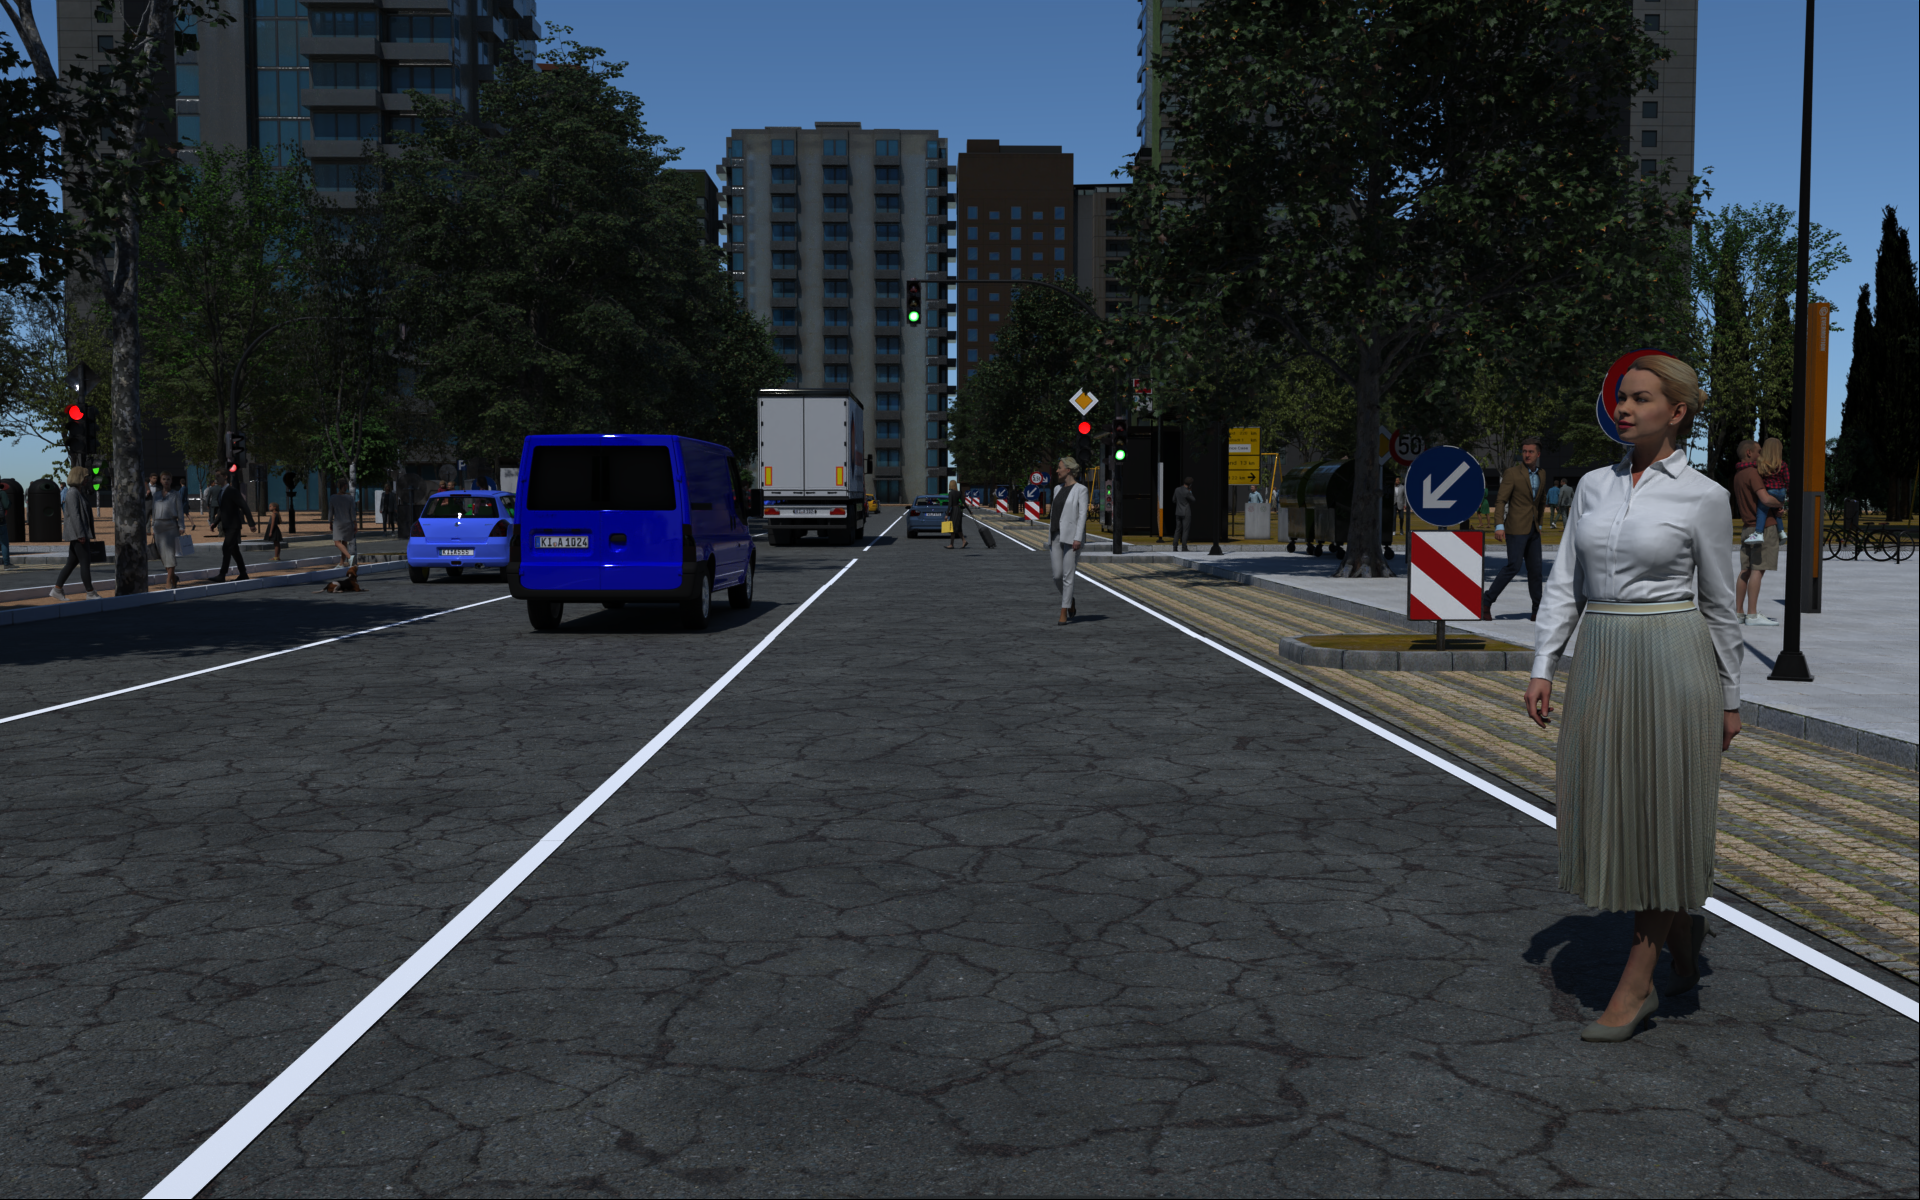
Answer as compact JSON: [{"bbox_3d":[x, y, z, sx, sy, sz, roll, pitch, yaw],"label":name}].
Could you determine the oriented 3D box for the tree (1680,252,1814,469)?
[{"bbox_3d":[23.795,-6.215,51.983,4.737,8.622,4.395,0,3,0],"label":"tree"}]

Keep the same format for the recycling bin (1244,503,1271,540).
[{"bbox_3d":[8.454,-2.241,49.187,0.722,1.027,0.722,1,4,10],"label":"recycling bin"}]

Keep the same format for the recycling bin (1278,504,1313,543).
[{"bbox_3d":[8.909,-2.043,45.963,0.722,1.027,0.722,-1,4,-15],"label":"recycling bin"}]

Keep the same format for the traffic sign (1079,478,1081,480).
[{"bbox_3d":[6.552,-6.090,99.671,0.768,2.556,0.104,0,4,7],"label":"traffic sign"}]

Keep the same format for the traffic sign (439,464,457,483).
[{"bbox_3d":[-21.650,-4.473,73.234,0.768,2.556,0.104,0,4,1],"label":"traffic sign"}]

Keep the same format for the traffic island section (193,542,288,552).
[{"bbox_3d":[-18.619,-1.363,44.560,2.009,0.180,2.903,0,4,-1],"label":"traffic island section"}]

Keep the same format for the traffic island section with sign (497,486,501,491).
[{"bbox_3d":[-18.783,-3.712,69.321,1.989,1.847,2.006,0,4,-1],"label":"traffic island section with sign"}]

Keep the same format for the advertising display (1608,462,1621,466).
[{"bbox_3d":[13.341,-1.789,34.461,0.974,1.923,0.123,-1,4,-12],"label":"advertising display"}]

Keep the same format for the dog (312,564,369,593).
[{"bbox_3d":[-9.054,-0.312,25.298,0.748,0.427,0.550,0,4,-8],"label":"dog"}]

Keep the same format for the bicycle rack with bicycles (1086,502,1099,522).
[{"bbox_3d":[6.056,-4.029,79.257,2.852,0.926,2.925,-1,4,-21],"label":"bicycle rack with bicycles"}]

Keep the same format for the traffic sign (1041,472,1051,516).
[{"bbox_3d":[4.820,-6.079,99.503,0.768,2.556,0.104,0,4,7],"label":"traffic sign"}]

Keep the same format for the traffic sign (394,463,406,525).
[{"bbox_3d":[-23.029,-4.326,70.839,0.768,2.556,0.104,0,4,7],"label":"traffic sign"}]

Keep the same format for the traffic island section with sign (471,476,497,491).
[{"bbox_3d":[-12.014,-2.215,44.346,2.006,1.907,1.989,0,4,-1],"label":"traffic island section with sign"}]

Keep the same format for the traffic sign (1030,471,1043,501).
[{"bbox_3d":[4.293,-5.937,97.177,0.768,2.556,0.104,0,4,3],"label":"traffic sign"}]

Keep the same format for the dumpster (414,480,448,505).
[{"bbox_3d":[-21.870,-4.043,71.869,1.264,1.857,1.865,0,4,-1],"label":"dumpster"}]

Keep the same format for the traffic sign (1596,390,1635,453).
[{"bbox_3d":[6.998,-1.100,18.096,0.768,2.556,0.104,0,4,2],"label":"traffic sign"}]

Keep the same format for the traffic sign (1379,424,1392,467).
[{"bbox_3d":[7.957,-2.012,32.637,0.795,2.593,0.064,0,4,5],"label":"traffic sign"}]

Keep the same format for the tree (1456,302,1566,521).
[{"bbox_3d":[22.055,-7.301,69.727,4.737,8.622,4.395,0,3,0],"label":"tree"}]

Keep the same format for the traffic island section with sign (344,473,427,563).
[{"bbox_3d":[-11.878,-1.762,36.940,2.006,1.907,1.989,0,4,-1],"label":"traffic island section with sign"}]

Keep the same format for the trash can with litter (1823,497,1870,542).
[{"bbox_3d":[23.752,-2.190,46.858,2.233,1.210,1.678,-2,4,-26],"label":"trash can with litter"}]

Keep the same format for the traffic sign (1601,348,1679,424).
[{"bbox_3d":[5.999,-0.924,15.207,0.768,2.556,0.104,0,4,6],"label":"traffic sign"}]

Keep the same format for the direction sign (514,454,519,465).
[{"bbox_3d":[-25.286,-6.530,98.765,0.379,3.537,0.876,-2,4,-31],"label":"direction sign"}]

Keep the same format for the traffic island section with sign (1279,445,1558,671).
[{"bbox_3d":[3.820,-0.381,14.855,1.989,1.847,2.006,0,4,-1],"label":"traffic island section with sign"}]

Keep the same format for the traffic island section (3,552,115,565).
[{"bbox_3d":[-18.461,-0.874,36.577,2.009,0.180,2.903,0,4,-1],"label":"traffic island section"}]

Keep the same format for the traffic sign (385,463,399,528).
[{"bbox_3d":[-21.723,-4.021,65.853,0.768,2.556,0.104,0,4,1],"label":"traffic sign"}]

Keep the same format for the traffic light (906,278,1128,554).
[{"bbox_3d":[1.246,-3.794,36.703,4.771,5.953,1.251,0,4,-1],"label":"traffic light"}]

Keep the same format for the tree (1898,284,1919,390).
[{"bbox_3d":[30.598,-6.219,52.049,4.737,8.622,4.395,0,3,0],"label":"tree"}]

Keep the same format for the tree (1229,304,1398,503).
[{"bbox_3d":[12.467,-6.814,61.769,4.737,8.622,4.395,0,3,0],"label":"tree"}]

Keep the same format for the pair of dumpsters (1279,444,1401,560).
[{"bbox_3d":[7.800,-2.033,35.730,1.574,2.255,4.437,0,4,-1],"label":"pair of dumpsters"}]

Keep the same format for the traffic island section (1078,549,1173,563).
[{"bbox_3d":[3.376,-0.900,37.000,2.009,0.180,2.903,0,4,-1],"label":"traffic island section"}]

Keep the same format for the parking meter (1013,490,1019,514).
[{"bbox_3d":[3.659,-6.427,113.489,0.372,1.533,0.369,0,3,0],"label":"parking meter"}]

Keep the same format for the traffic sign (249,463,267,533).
[{"bbox_3d":[-22.980,-3.339,56.730,0.606,2.300,0.079,0,4,3],"label":"traffic sign"}]

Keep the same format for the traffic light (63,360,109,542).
[{"bbox_3d":[-18.421,-2.907,36.443,0.839,4.253,0.868,0,4,-1],"label":"traffic light"}]

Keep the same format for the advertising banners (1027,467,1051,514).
[{"bbox_3d":[5.132,-6.891,108.858,2.074,3.025,0.090,1,4,9],"label":"advertising banners"}]

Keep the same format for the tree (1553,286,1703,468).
[{"bbox_3d":[29.766,-9.768,77.830,7.486,12.596,7.792,0,3,0],"label":"tree"}]

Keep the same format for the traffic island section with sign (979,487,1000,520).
[{"bbox_3d":[2.201,-5.390,96.750,1.989,1.847,2.006,0,4,-1],"label":"traffic island section with sign"}]

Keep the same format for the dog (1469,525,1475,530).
[{"bbox_3d":[14.659,-1.919,49.104,0.748,0.427,0.550,-1,4,-8],"label":"dog"}]

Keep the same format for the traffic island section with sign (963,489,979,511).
[{"bbox_3d":[1.216,-8.446,146.719,1.989,1.847,2.006,0,4,-1],"label":"traffic island section with sign"}]

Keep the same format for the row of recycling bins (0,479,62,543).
[{"bbox_3d":[-25.728,-2.367,45.818,3.534,1.692,1.069,-1,4,-19],"label":"row of recycling bins"}]

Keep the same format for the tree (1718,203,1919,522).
[{"bbox_3d":[43.708,-11.270,86.088,18.604,14.587,13.155,3,5,45],"label":"tree"}]

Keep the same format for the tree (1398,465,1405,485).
[{"bbox_3d":[26.575,-9.476,105.288,4.737,8.622,4.395,0,3,0],"label":"tree"}]

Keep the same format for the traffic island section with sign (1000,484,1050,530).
[{"bbox_3d":[2.745,-3.741,69.800,1.989,1.847,2.006,0,4,-1],"label":"traffic island section with sign"}]

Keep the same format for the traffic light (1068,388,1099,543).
[{"bbox_3d":[3.178,-3.422,44.869,0.839,4.253,0.868,0,4,-1],"label":"traffic light"}]

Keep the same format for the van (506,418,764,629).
[{"bbox_3d":[-3.589,-0.956,20.011,2.240,2.365,5.245,0,4,1],"label":"van"}]

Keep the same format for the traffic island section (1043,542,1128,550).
[{"bbox_3d":[3.218,-1.389,44.984,2.009,0.180,2.903,0,4,-1],"label":"traffic island section"}]

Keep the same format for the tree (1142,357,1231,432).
[{"bbox_3d":[15.880,-12.142,116.654,7.486,12.596,7.792,0,3,0],"label":"tree"}]

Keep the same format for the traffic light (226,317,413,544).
[{"bbox_3d":[-16.489,-4.271,44.502,4.771,5.953,1.251,0,4,-1],"label":"traffic light"}]

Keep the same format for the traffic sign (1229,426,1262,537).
[{"bbox_3d":[7.907,-3.562,52.118,2.265,3.308,0.079,0,4,7],"label":"traffic sign"}]

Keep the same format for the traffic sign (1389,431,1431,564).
[{"bbox_3d":[8.276,-1.948,31.950,0.768,2.556,0.104,0,4,4],"label":"traffic sign"}]
